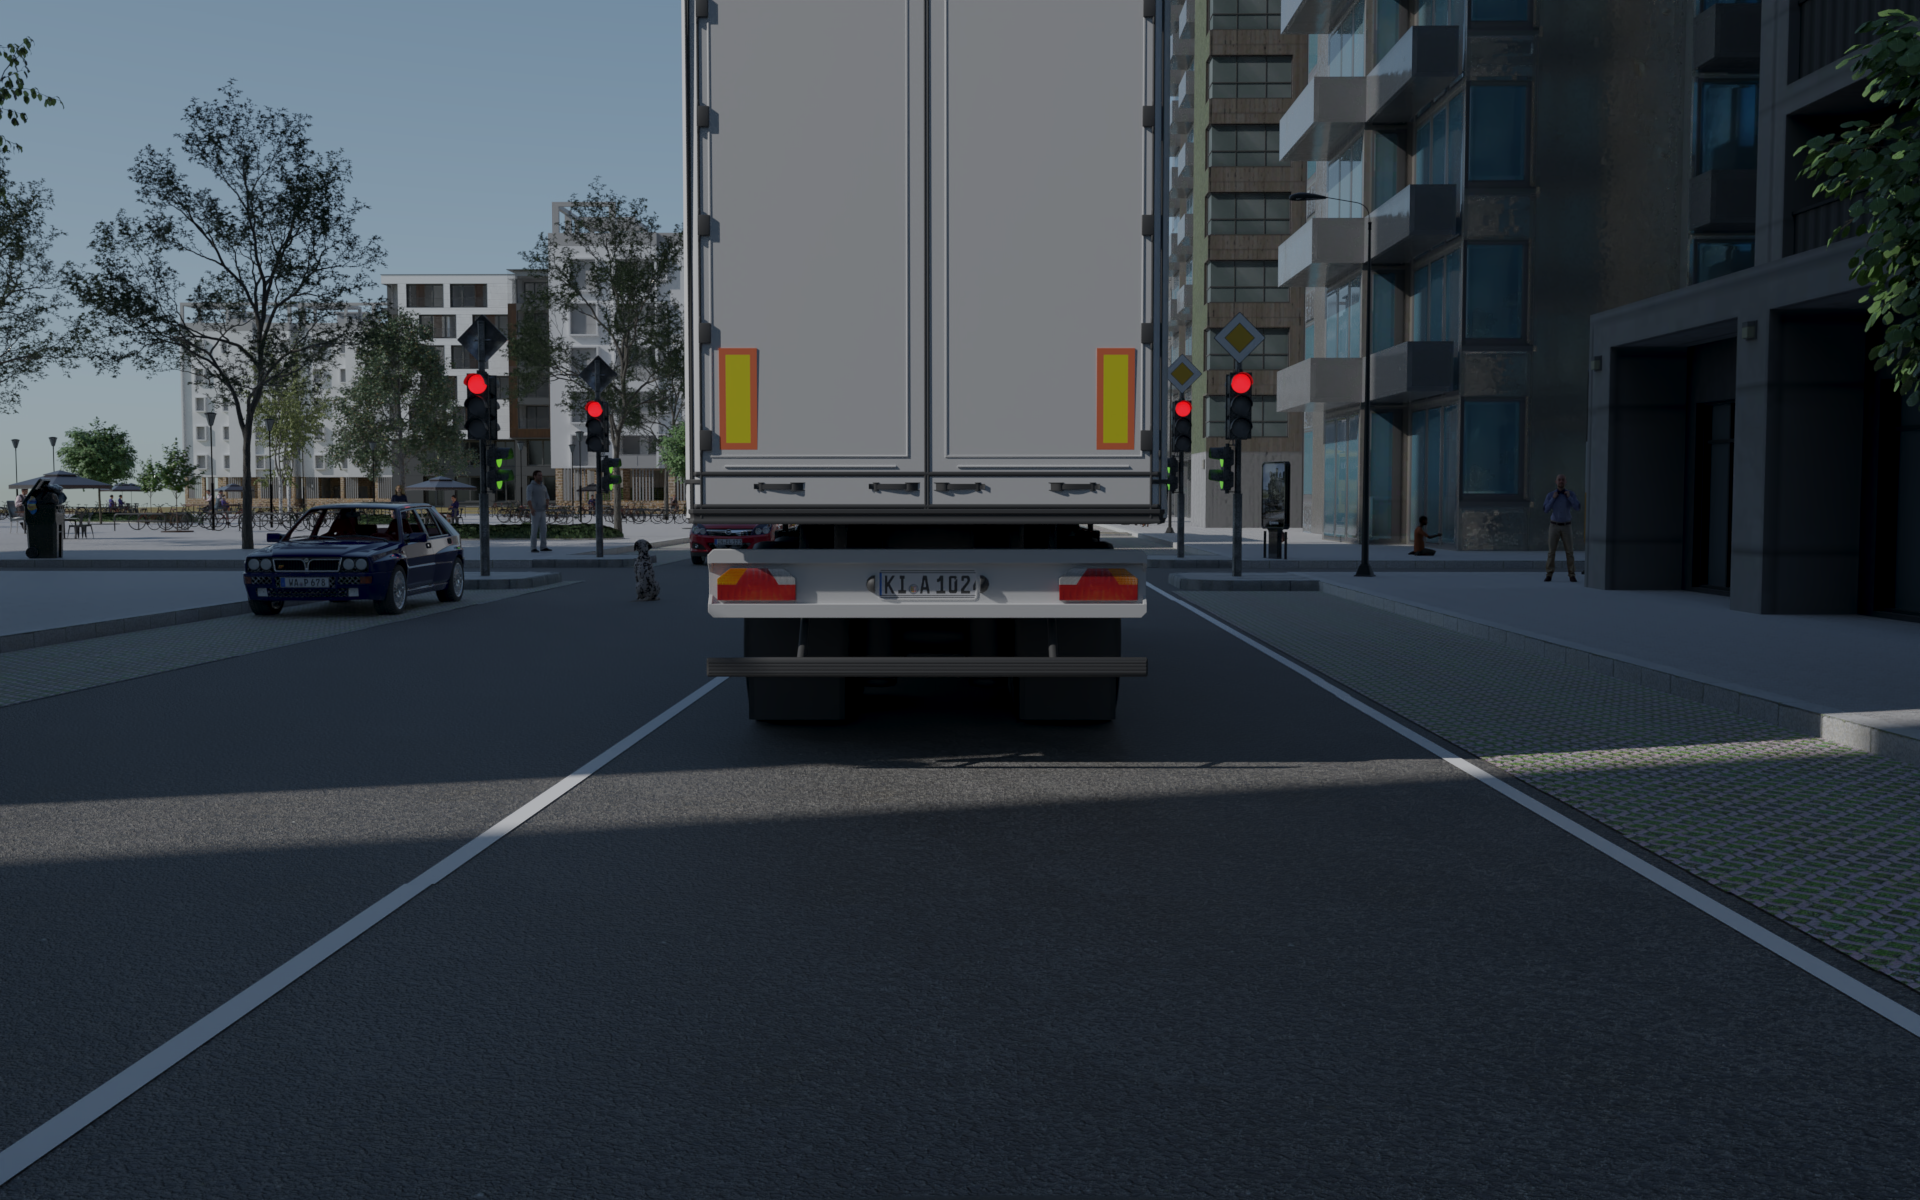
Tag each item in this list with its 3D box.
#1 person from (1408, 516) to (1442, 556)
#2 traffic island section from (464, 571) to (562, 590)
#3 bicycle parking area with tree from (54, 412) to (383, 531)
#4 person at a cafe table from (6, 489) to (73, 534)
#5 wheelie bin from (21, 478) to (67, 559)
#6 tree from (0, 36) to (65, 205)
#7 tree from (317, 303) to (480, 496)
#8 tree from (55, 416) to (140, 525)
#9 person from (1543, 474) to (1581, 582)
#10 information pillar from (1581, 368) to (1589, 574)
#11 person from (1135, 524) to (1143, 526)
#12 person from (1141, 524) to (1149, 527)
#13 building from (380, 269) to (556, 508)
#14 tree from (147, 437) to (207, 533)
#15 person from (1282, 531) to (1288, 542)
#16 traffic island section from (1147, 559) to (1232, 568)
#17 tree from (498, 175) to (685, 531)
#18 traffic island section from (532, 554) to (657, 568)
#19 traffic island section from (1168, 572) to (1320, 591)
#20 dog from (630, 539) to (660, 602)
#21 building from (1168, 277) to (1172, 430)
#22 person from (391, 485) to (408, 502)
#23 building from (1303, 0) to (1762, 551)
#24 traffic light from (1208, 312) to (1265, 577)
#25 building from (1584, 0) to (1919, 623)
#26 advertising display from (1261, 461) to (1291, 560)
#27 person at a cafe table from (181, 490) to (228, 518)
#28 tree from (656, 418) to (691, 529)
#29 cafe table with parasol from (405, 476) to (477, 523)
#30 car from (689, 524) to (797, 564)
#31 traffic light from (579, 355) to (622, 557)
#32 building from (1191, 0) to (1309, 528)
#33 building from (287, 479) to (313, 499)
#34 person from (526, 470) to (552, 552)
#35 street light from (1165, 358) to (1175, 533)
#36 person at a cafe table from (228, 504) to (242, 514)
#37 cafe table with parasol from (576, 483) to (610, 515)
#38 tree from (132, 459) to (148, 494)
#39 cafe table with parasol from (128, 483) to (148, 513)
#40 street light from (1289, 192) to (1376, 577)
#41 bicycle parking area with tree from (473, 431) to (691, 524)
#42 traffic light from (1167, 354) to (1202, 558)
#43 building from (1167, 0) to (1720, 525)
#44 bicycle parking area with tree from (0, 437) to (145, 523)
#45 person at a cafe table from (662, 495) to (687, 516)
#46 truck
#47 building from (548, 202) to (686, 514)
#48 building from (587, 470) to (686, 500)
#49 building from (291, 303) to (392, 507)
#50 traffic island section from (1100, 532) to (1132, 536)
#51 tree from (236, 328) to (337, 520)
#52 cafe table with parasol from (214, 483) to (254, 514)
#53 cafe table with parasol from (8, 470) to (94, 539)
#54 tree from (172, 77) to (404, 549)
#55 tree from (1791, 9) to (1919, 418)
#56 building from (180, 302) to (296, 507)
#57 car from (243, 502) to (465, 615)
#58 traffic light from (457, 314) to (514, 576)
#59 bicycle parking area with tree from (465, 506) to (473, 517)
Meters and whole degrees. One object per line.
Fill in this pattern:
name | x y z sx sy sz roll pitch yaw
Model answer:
person | 9.716 -1.332 36.108 0.655 0.850 0.859 0 4 7
traffic island section | -7.480 -0.302 27.221 2.009 0.180 2.903 0 4 1
bicycle parking area with tree | -26.098 -4.668 63.328 9.016 4.147 8.231 1 4 13
person at a cafe table | -30.154 -2.931 56.439 1.622 1.524 1.698 0 4 1
wheelie bin | -18.314 -1.639 34.699 0.693 1.594 0.980 -1 4 -12
tree | -9.806 -3.882 13.829 4.360 8.622 3.978 0 3 0
tree | -33.806 -11.463 104.434 9.611 12.733 9.660 0 3 0
tree | -36.267 -5.459 72.969 4.285 4.588 4.351 0 3 0
person | 8.806 -1.054 25.344 0.516 1.574 0.319 2 4 25
information pillar | 10.041 -2.215 27.575 0.183 3.616 0.504 2 4 27
person | 7.307 -3.850 70.467 0.593 1.643 0.415 1 4 17
person | 7.187 -3.605 67.355 0.453 1.535 0.546 1 4 23
building | -37.231 -20.022 171.336 32.646 21.610 27.936 0 4 1
tree | -26.162 -3.885 58.127 1.663 3.219 1.824 0 3 0
person | 8.271 -2.253 45.573 0.600 1.496 0.574 2 4 27
traffic island section | 4.479 -0.778 34.995 2.009 0.180 2.903 0 4 1
tree | -10.531 -7.175 51.725 8.767 10.594 7.601 2 4 34
traffic island section | -7.341 -0.790 35.205 2.009 0.180 2.903 0 4 1
traffic island section | 4.339 -0.289 27.011 2.009 0.180 2.903 0 4 1
dog | -4.314 -0.398 23.349 0.513 0.831 0.800 1 4 17
building | 18.107 -16.009 128.202 16.747 18.905 31.486 0 4 1
person | -14.298 -2.178 44.196 0.480 1.512 0.613 -2 4 -28
building | 24.122 -26.130 46.827 30.456 49.044 23.786 0 4 1
traffic light | 4.299 -2.323 26.898 0.839 4.253 0.868 0 4 1
building | 18.641 -35.048 11.286 20.563 71.187 20.611 0 4 1
advertising display | 6.251 -1.780 34.313 0.123 1.923 0.974 -1 4 -18
person at a cafe table | -39.847 -5.053 91.134 1.698 1.524 1.622 3 5 45
tree | -9.472 -4.902 63.868 4.285 4.588 4.351 0 3 0
cafe table with parasol | -19.768 -3.739 66.001 2.610 1.966 2.610 0 4 3
car | -4.527 -1.686 36.603 2.155 1.783 4.494 0 4 2
traffic light | -7.301 -2.823 35.070 0.839 4.253 0.868 0 4 1
building | 16.435 -18.332 71.426 14.160 30.474 14.107 0 4 1
building | -64.502 -15.838 201.100 28.070 9.664 9.099 0 4 1
person | -9.251 -1.950 38.080 0.789 1.805 0.875 2 4 34
street light | 6.350 -5.147 56.700 1.470 5.913 1.316 0 4 1
person at a cafe table | -40.391 -5.319 95.486 1.622 1.524 1.698 -1 4 -21
cafe table with parasol | -22.701 -6.259 107.197 2.610 1.966 2.610 -3 5 -42
tree | -39.130 -5.453 83.762 1.663 3.219 1.824 0 3 0
cafe table with parasol | -48.885 -5.885 101.080 2.610 1.966 2.610 0 4 6
street light | 5.768 -3.320 26.829 1.470 5.913 1.316 0 4 1
bicycle parking area with tree | -16.202 -5.475 76.521 9.016 4.147 8.231 0 4 -8
traffic light | 4.439 -2.811 34.882 0.839 4.253 0.868 0 4 1
building | 22.357 -28.954 92.999 23.786 49.044 30.456 0 4 1
bicycle parking area with tree | -47.426 -6.206 88.475 9.016 4.147 8.231 -2 4 -34
person at a cafe table | -16.630 -5.531 101.300 1.698 1.238 1.726 -1 4 -16
truck | -0.166 -1.548 14.224 2.839 4.237 11.283 0 3 0
building | -18.314 -15.921 116.731 16.016 20.091 11.380 0 4 1
building | -18.230 -16.648 138.648 16.747 18.905 31.486 0 4 1
building | -59.141 -19.635 177.450 11.380 20.091 16.016 0 4 1
traffic island section | 4.914 -2.282 60.178 1.991 0.108 1.994 0 4 1
tree | -29.245 -7.624 75.020 4.737 8.622 4.395 0 3 0
cafe table with parasol | -46.175 -6.434 110.063 2.610 1.966 2.610 1 4 10
cafe table with parasol | -25.691 -2.730 49.504 2.610 1.966 2.610 0 4 -7
tree | -16.674 -6.444 39.767 8.767 10.594 7.601 0 4 4
tree | 6.023 -1.539 8.879 4.285 4.588 4.351 0 3 0
building | -70.614 -19.624 177.269 11.380 20.091 16.016 0 4 1
car | -7.480 -0.554 21.636 1.945 1.354 3.894 0 4 -1
traffic light | -7.440 -2.334 27.086 0.839 4.253 0.868 0 4 1
bicycle parking area with tree | -23.077 -6.751 97.380 9.016 4.147 8.231 2 4 33
